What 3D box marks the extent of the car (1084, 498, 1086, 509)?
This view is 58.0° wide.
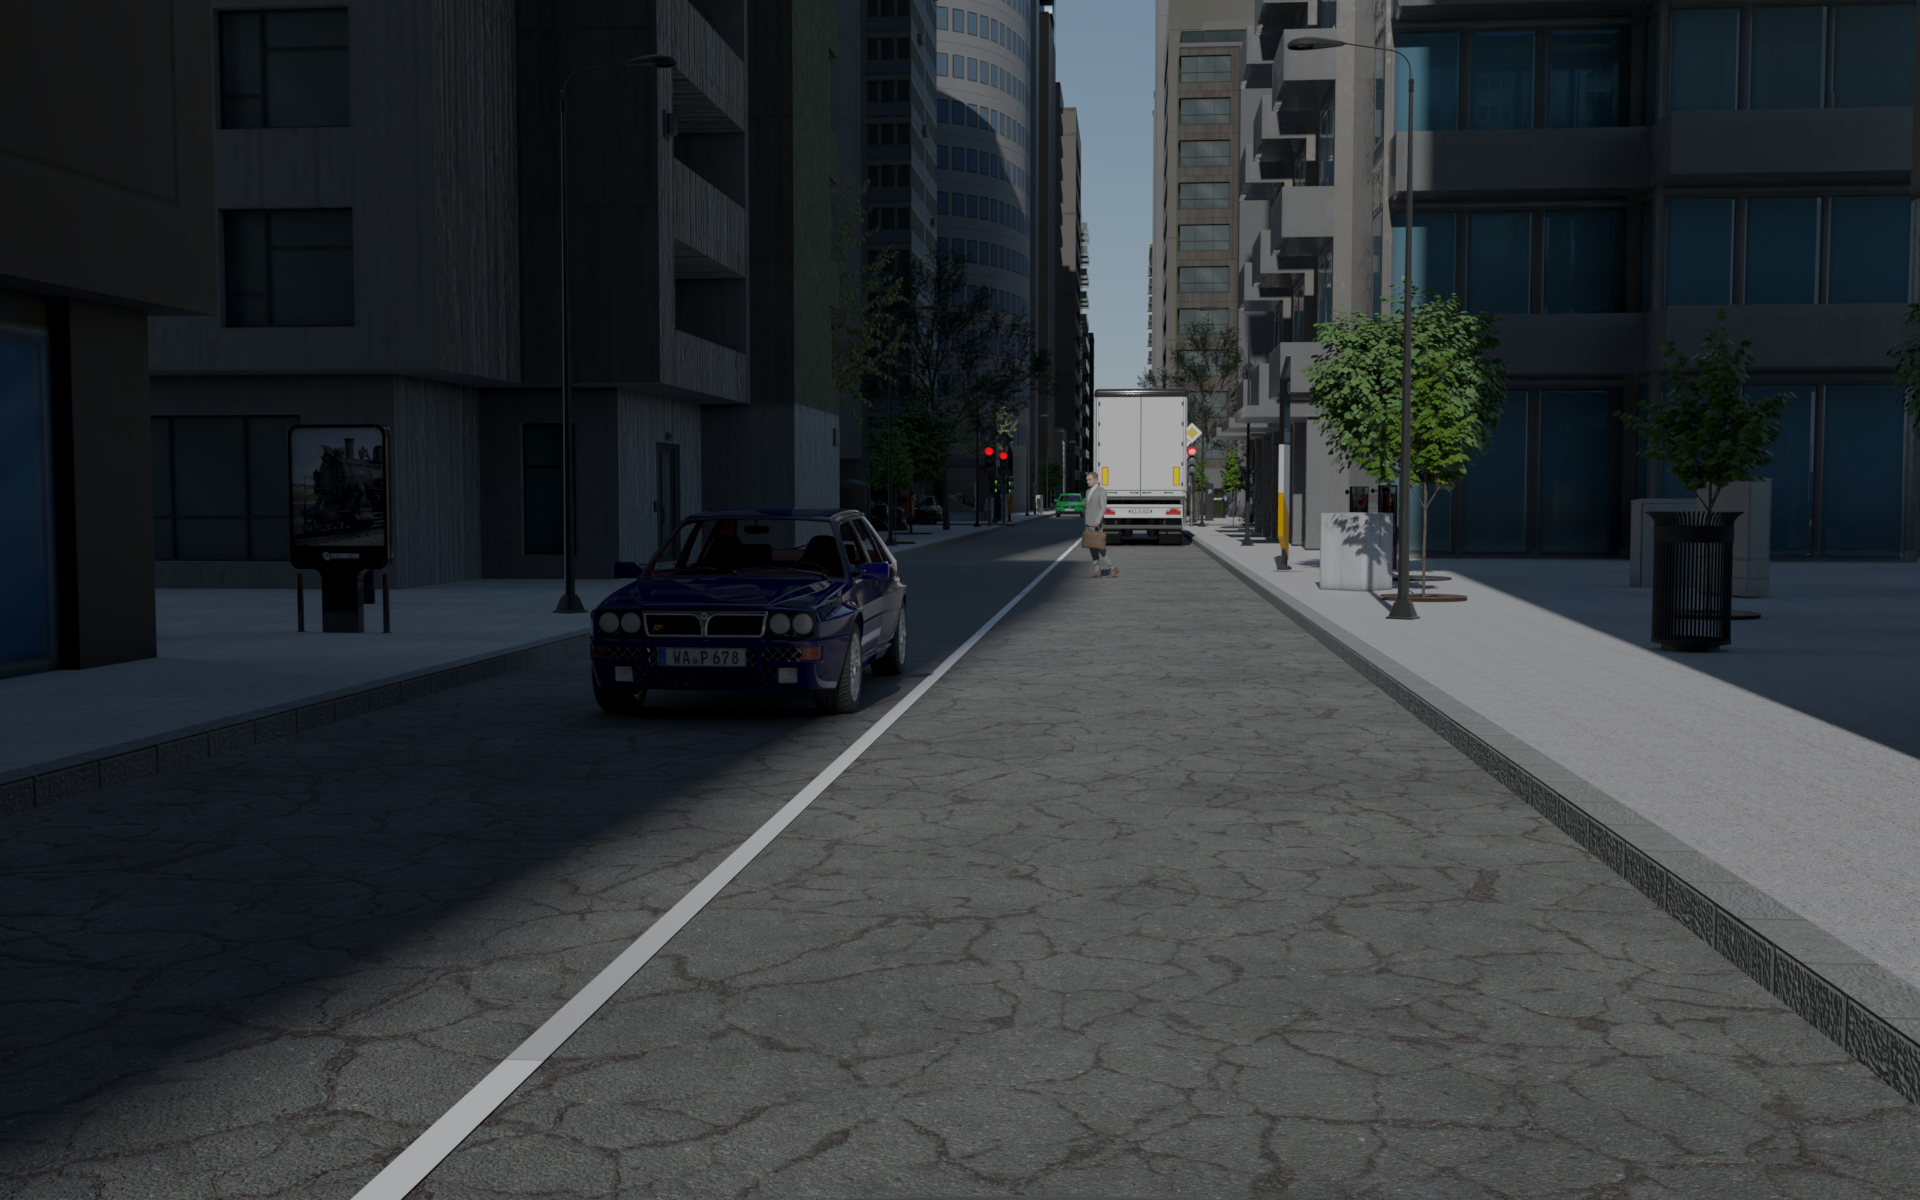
[{"bbox_3d":[13.018,-9.511,167.510,2.014,1.417,4.499,0,4,8],"label":"car"}]

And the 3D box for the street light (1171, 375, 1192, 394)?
[{"bbox_3d":[8.919,-5.811,67.553,1.470,5.913,1.316,0,4,6],"label":"street light"}]

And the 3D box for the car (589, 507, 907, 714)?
[{"bbox_3d":[-1.415,0.000,12.581,1.945,1.354,3.894,0,4,5],"label":"car"}]

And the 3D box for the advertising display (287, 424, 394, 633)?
[{"bbox_3d":[-5.719,-0.660,16.005,0.974,1.923,0.123,1,4,9],"label":"advertising display"}]

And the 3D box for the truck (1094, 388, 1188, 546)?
[{"bbox_3d":[5.366,-3.835,51.616,2.839,4.237,11.283,0,4,6],"label":"truck"}]

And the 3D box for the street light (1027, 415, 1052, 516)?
[{"bbox_3d":[4.488,-7.885,101.466,1.470,5.913,1.316,0,4,6],"label":"street light"}]

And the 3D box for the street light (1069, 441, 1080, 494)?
[{"bbox_3d":[9.616,-11.044,153.115,1.470,5.913,1.316,0,4,6],"label":"street light"}]

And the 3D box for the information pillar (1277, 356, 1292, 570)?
[{"bbox_3d":[5.468,-2.313,29.180,0.183,3.616,0.504,1,4,23],"label":"information pillar"}]

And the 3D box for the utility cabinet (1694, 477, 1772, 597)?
[{"bbox_3d":[9.734,-0.803,21.809,0.318,1.500,1.173,0,4,-7],"label":"utility cabinet"}]

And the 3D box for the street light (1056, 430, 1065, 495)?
[{"bbox_3d":[6.915,-9.417,126.503,1.470,5.913,1.316,0,4,6],"label":"street light"}]

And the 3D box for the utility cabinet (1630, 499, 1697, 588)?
[{"bbox_3d":[9.766,-0.776,23.843,1.020,1.237,0.306,-1,4,-9],"label":"utility cabinet"}]

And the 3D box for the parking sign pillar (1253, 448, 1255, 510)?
[{"bbox_3d":[17.680,-6.861,100.652,1.447,3.967,1.447,1,4,15],"label":"parking sign pillar"}]

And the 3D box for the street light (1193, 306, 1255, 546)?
[{"bbox_3d":[6.578,-4.296,42.788,1.470,5.913,1.316,0,4,6],"label":"street light"}]

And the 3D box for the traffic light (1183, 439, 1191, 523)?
[{"bbox_3d":[9.899,-5.344,76.292,0.839,4.253,0.868,0,4,6],"label":"traffic light"}]

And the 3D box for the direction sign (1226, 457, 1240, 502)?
[{"bbox_3d":[16.527,-6.909,104.958,0.876,3.537,0.379,-1,4,-13],"label":"direction sign"}]

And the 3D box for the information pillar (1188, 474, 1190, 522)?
[{"bbox_3d":[10.772,-5.461,80.640,0.183,3.616,0.504,-1,4,-16],"label":"information pillar"}]

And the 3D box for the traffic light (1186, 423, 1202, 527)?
[{"bbox_3d":[9.122,-4.858,68.345,0.839,4.253,0.868,0,4,6],"label":"traffic light"}]

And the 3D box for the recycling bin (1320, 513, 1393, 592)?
[{"bbox_3d":[5.313,-0.652,23.219,0.722,1.027,0.722,3,5,45],"label":"recycling bin"}]

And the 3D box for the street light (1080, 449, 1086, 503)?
[{"bbox_3d":[11.917,-12.543,177.625,1.470,5.913,1.316,0,4,6],"label":"street light"}]

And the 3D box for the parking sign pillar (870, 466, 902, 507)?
[{"bbox_3d":[-2.869,-4.880,68.264,1.447,3.967,1.447,0,4,8],"label":"parking sign pillar"}]

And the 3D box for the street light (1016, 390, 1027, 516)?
[{"bbox_3d":[2.091,-6.385,76.928,1.470,5.913,1.316,0,4,6],"label":"street light"}]

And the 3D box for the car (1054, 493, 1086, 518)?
[{"bbox_3d":[6.802,-5.988,106.706,1.959,1.807,4.718,0,4,5],"label":"car"}]

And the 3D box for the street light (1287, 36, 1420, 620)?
[{"bbox_3d":[4.021,-2.762,17.707,1.470,5.913,1.316,0,4,6],"label":"street light"}]

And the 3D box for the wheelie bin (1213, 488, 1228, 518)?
[{"bbox_3d":[13.800,-5.153,92.157,0.980,1.594,0.693,2,4,32],"label":"wheelie bin"}]

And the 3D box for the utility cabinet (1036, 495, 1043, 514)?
[{"bbox_3d":[5.115,-6.151,111.733,0.306,1.237,1.020,1,4,13],"label":"utility cabinet"}]

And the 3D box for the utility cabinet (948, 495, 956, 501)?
[{"bbox_3d":[-0.729,-6.184,112.269,1.020,1.237,0.306,-1,4,-12],"label":"utility cabinet"}]

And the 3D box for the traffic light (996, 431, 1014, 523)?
[{"bbox_3d":[1.974,-5.390,77.048,0.839,4.253,0.868,0,4,6],"label":"traffic light"}]

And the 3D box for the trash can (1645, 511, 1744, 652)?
[{"bbox_3d":[6.010,-0.157,14.215,0.748,1.137,0.748,0,3,0],"label":"trash can"}]

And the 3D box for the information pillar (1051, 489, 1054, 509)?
[{"bbox_3d":[8.132,-9.032,152.170,0.304,2.012,0.304,0,4,-5],"label":"information pillar"}]

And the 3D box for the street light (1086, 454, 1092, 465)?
[{"bbox_3d":[14.374,-14.059,202.406,1.470,5.913,1.316,0,4,6],"label":"street light"}]

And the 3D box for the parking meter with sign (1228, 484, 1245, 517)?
[{"bbox_3d":[15.676,-6.078,95.637,1.738,3.016,0.543,2,4,31],"label":"parking meter with sign"}]

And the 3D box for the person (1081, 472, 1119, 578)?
[{"bbox_3d":[2.307,-1.284,29.612,0.853,1.813,0.709,-2,4,-33],"label":"person"}]

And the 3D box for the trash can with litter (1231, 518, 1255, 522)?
[{"bbox_3d":[13.732,-4.279,81.024,2.233,1.210,1.678,2,4,26],"label":"trash can with litter"}]

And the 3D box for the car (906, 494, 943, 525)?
[{"bbox_3d":[-2.730,-3.846,72.663,4.222,1.686,2.009,0,4,6],"label":"car"}]

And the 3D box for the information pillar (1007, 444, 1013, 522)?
[{"bbox_3d":[2.317,-5.409,79.787,0.183,3.616,0.504,-1,4,-18],"label":"information pillar"}]

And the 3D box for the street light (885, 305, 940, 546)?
[{"bbox_3d":[-1.188,-4.295,42.758,1.470,5.913,1.316,0,4,6],"label":"street light"}]

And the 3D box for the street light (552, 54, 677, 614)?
[{"bbox_3d":[-3.684,-2.812,18.517,1.470,5.913,1.316,0,4,6],"label":"street light"}]

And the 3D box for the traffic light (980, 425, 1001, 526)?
[{"bbox_3d":[1.197,-4.904,69.101,0.839,4.253,0.868,0,4,6],"label":"traffic light"}]

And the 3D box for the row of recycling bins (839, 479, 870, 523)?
[{"bbox_3d":[-3.066,-2.544,48.706,1.069,1.692,3.534,0,3,0],"label":"row of recycling bins"}]

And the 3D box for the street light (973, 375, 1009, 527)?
[{"bbox_3d":[1.217,-5.800,67.377,1.470,5.913,1.316,0,4,6],"label":"street light"}]
